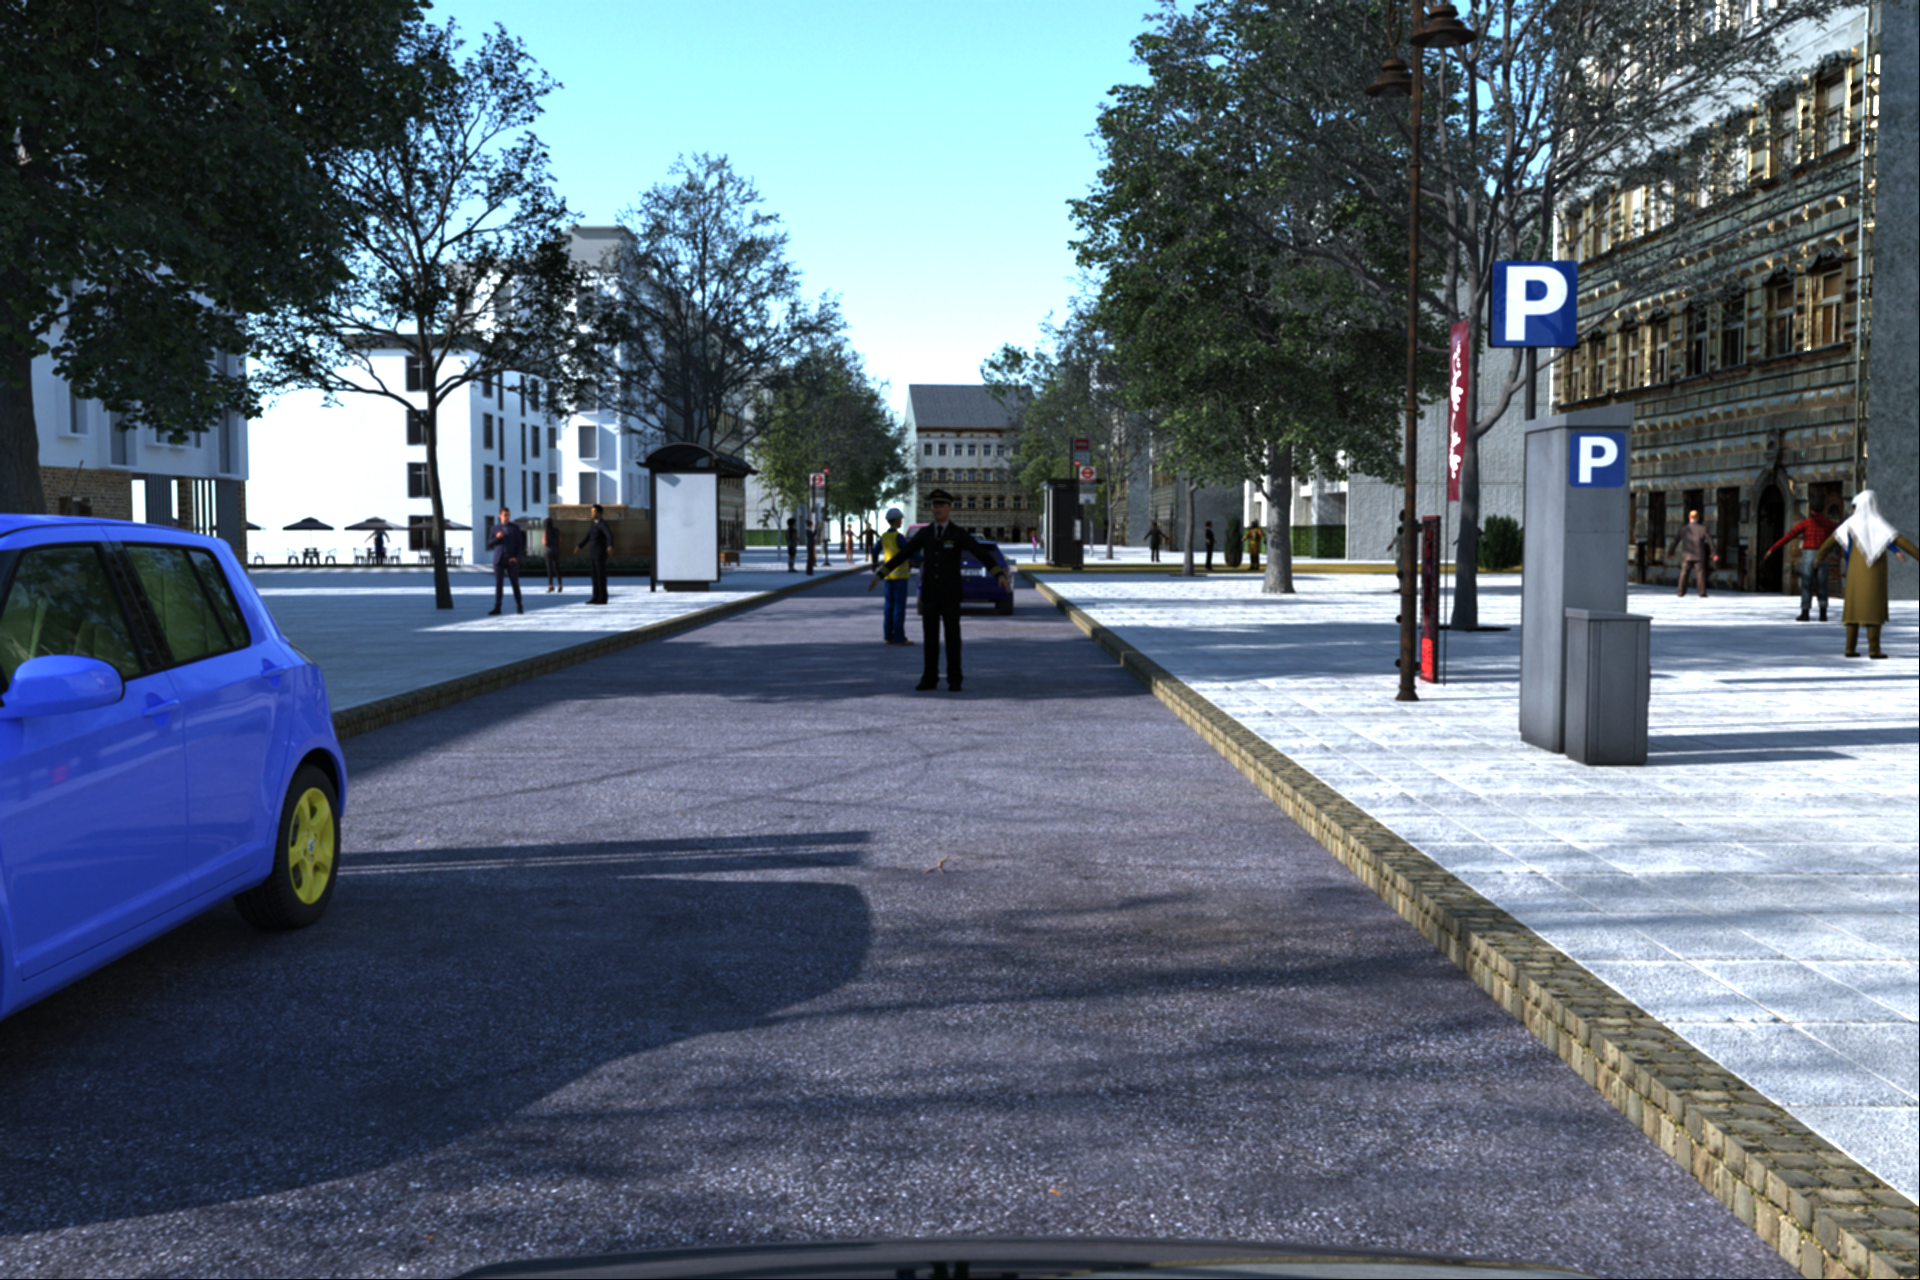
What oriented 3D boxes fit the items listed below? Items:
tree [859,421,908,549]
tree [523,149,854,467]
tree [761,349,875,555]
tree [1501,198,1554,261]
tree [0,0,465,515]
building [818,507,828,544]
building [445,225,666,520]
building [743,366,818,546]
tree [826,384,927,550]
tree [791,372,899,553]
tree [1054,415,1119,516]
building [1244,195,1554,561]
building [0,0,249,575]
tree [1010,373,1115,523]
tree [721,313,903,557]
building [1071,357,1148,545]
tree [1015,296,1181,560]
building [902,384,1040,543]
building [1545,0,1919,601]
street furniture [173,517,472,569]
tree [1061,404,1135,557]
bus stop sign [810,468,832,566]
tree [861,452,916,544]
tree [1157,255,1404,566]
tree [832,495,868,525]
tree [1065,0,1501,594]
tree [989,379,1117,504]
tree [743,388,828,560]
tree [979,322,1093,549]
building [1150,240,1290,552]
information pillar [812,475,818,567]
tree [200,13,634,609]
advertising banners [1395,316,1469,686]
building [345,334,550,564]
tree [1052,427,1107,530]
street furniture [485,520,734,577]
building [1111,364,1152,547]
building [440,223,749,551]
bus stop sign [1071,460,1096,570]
[{"bbox_3d":[-8.217,-13.762,150.757,9.928,11.665,9.643,0,3,0],"label":"tree"},{"bbox_3d":[-8.356,-8.826,54.681,12.009,13.543,11.850,0,3,0],"label":"tree"},{"bbox_3d":[-8.753,-11.506,106.254,7.486,12.596,7.792,0,3,0],"label":"tree"},{"bbox_3d":[27.297,-13.261,72.708,12.611,20.169,13.585,0,3,0],"label":"tree"},{"bbox_3d":[-9.096,-6.709,16.341,9.857,13.997,8.962,0,3,0],"label":"tree"},{"bbox_3d":[-23.108,-22.360,222.001,16.016,20.090,11.380,0,4,0],"label":"building"},{"bbox_3d":[-25.507,-15.359,107.545,16.016,20.090,11.380,0,4,0],"label":"building"},{"bbox_3d":[-26.050,-20.273,197.915,16.747,18.905,31.486,0,4,1],"label":"building"},{"bbox_3d":[-8.006,-14.053,140.128,12.009,13.543,11.850,0,3,0],"label":"tree"},{"bbox_3d":[-8.105,-12.347,119.993,7.486,12.596,7.792,0,3,0],"label":"tree"},{"bbox_3d":[7.039,-9.443,104.749,4.360,8.622,3.978,0,3,0],"label":"tree"},{"bbox_3d":[27.241,-14.233,99.161,16.747,18.905,31.486,0,4,0],"label":"building"},{"bbox_3d":[-27.105,-11.257,40.479,16.016,20.090,11.380,0,4,0],"label":"building"},{"bbox_3d":[7.242,-12.434,121.420,7.486,12.596,7.792,0,3,0],"label":"tree"},{"bbox_3d":[-8.102,-11.296,95.051,12.009,13.543,11.850,0,3,0],"label":"tree"},{"bbox_3d":[27.526,-22.765,216.177,27.936,21.610,32.646,0,4,1],"label":"building"},{"bbox_3d":[7.682,-10.797,86.904,12.009,13.543,11.850,0,3,0],"label":"tree"},{"bbox_3d":[1.514,-25.645,252.674,18.063,23.208,19.493,0,4,-8],"label":"building"},{"bbox_3d":[26.575,-12.881,41.531,19.493,23.208,18.063,0,4,1],"label":"building"},{"bbox_3d":[-32.922,-3.576,63.490,27.439,1.986,14.083,0,4,-1],"label":"street furniture"},{"bbox_3d":[7.753,-9.073,98.704,4.737,8.622,4.395,0,3,0],"label":"tree"},{"bbox_3d":[-5.599,-4.958,69.761,0.855,3.939,0.416,0,4,0],"label":"bus stop sign"},{"bbox_3d":[-7.520,-13.868,161.159,8.767,10.594,7.601,2,4,34],"label":"tree"},{"bbox_3d":[12.438,-9.713,69.185,12.009,13.543,11.850,0,3,0],"label":"tree"},{"bbox_3d":[-17.350,-20.887,251.863,12.009,13.543,11.850,0,3,0],"label":"tree"},{"bbox_3d":[6.938,-7.983,37.182,9.857,13.997,8.962,0,3,0],"label":"tree"},{"bbox_3d":[7.328,-13.817,136.280,12.009,13.543,11.850,0,3,0],"label":"tree"},{"bbox_3d":[-8.749,-8.224,84.827,4.737,8.622,4.395,0,3,0],"label":"tree"},{"bbox_3d":[8.531,-18.143,152.519,12.611,20.169,13.585,0,3,0],"label":"tree"},{"bbox_3d":[24.677,-18.358,131.089,19.493,23.208,18.063,0,4,0],"label":"building"},{"bbox_3d":[-5.758,-4.713,68.406,0.183,3.616,0.504,0,4,2],"label":"information pillar"},{"bbox_3d":[-9.187,-5.807,29.353,7.601,10.594,8.767,-1,4,-17],"label":"tree"},{"bbox_3d":[4.082,-1.151,15.012,0.090,3.025,2.074,0,4,1],"label":"advertising banners"},{"bbox_3d":[-25.029,-8.843,86.731,9.099,9.664,28.070,0,4,0],"label":"building"},{"bbox_3d":[7.497,-9.869,111.713,4.360,8.622,3.978,0,3,0],"label":"tree"},{"bbox_3d":[-12.103,-2.906,54.367,9.812,1.723,11.010,-1,4,-21],"label":"street furniture"},{"bbox_3d":[25.840,-21.358,180.125,19.493,23.208,18.063,0,3,0],"label":"building"},{"bbox_3d":[-26.941,-18.400,131.766,19.493,23.208,18.063,0,4,1],"label":"building"},{"bbox_3d":[4.450,-4.507,62.386,0.855,3.939,0.416,0,4,0],"label":"bus stop sign"}]
